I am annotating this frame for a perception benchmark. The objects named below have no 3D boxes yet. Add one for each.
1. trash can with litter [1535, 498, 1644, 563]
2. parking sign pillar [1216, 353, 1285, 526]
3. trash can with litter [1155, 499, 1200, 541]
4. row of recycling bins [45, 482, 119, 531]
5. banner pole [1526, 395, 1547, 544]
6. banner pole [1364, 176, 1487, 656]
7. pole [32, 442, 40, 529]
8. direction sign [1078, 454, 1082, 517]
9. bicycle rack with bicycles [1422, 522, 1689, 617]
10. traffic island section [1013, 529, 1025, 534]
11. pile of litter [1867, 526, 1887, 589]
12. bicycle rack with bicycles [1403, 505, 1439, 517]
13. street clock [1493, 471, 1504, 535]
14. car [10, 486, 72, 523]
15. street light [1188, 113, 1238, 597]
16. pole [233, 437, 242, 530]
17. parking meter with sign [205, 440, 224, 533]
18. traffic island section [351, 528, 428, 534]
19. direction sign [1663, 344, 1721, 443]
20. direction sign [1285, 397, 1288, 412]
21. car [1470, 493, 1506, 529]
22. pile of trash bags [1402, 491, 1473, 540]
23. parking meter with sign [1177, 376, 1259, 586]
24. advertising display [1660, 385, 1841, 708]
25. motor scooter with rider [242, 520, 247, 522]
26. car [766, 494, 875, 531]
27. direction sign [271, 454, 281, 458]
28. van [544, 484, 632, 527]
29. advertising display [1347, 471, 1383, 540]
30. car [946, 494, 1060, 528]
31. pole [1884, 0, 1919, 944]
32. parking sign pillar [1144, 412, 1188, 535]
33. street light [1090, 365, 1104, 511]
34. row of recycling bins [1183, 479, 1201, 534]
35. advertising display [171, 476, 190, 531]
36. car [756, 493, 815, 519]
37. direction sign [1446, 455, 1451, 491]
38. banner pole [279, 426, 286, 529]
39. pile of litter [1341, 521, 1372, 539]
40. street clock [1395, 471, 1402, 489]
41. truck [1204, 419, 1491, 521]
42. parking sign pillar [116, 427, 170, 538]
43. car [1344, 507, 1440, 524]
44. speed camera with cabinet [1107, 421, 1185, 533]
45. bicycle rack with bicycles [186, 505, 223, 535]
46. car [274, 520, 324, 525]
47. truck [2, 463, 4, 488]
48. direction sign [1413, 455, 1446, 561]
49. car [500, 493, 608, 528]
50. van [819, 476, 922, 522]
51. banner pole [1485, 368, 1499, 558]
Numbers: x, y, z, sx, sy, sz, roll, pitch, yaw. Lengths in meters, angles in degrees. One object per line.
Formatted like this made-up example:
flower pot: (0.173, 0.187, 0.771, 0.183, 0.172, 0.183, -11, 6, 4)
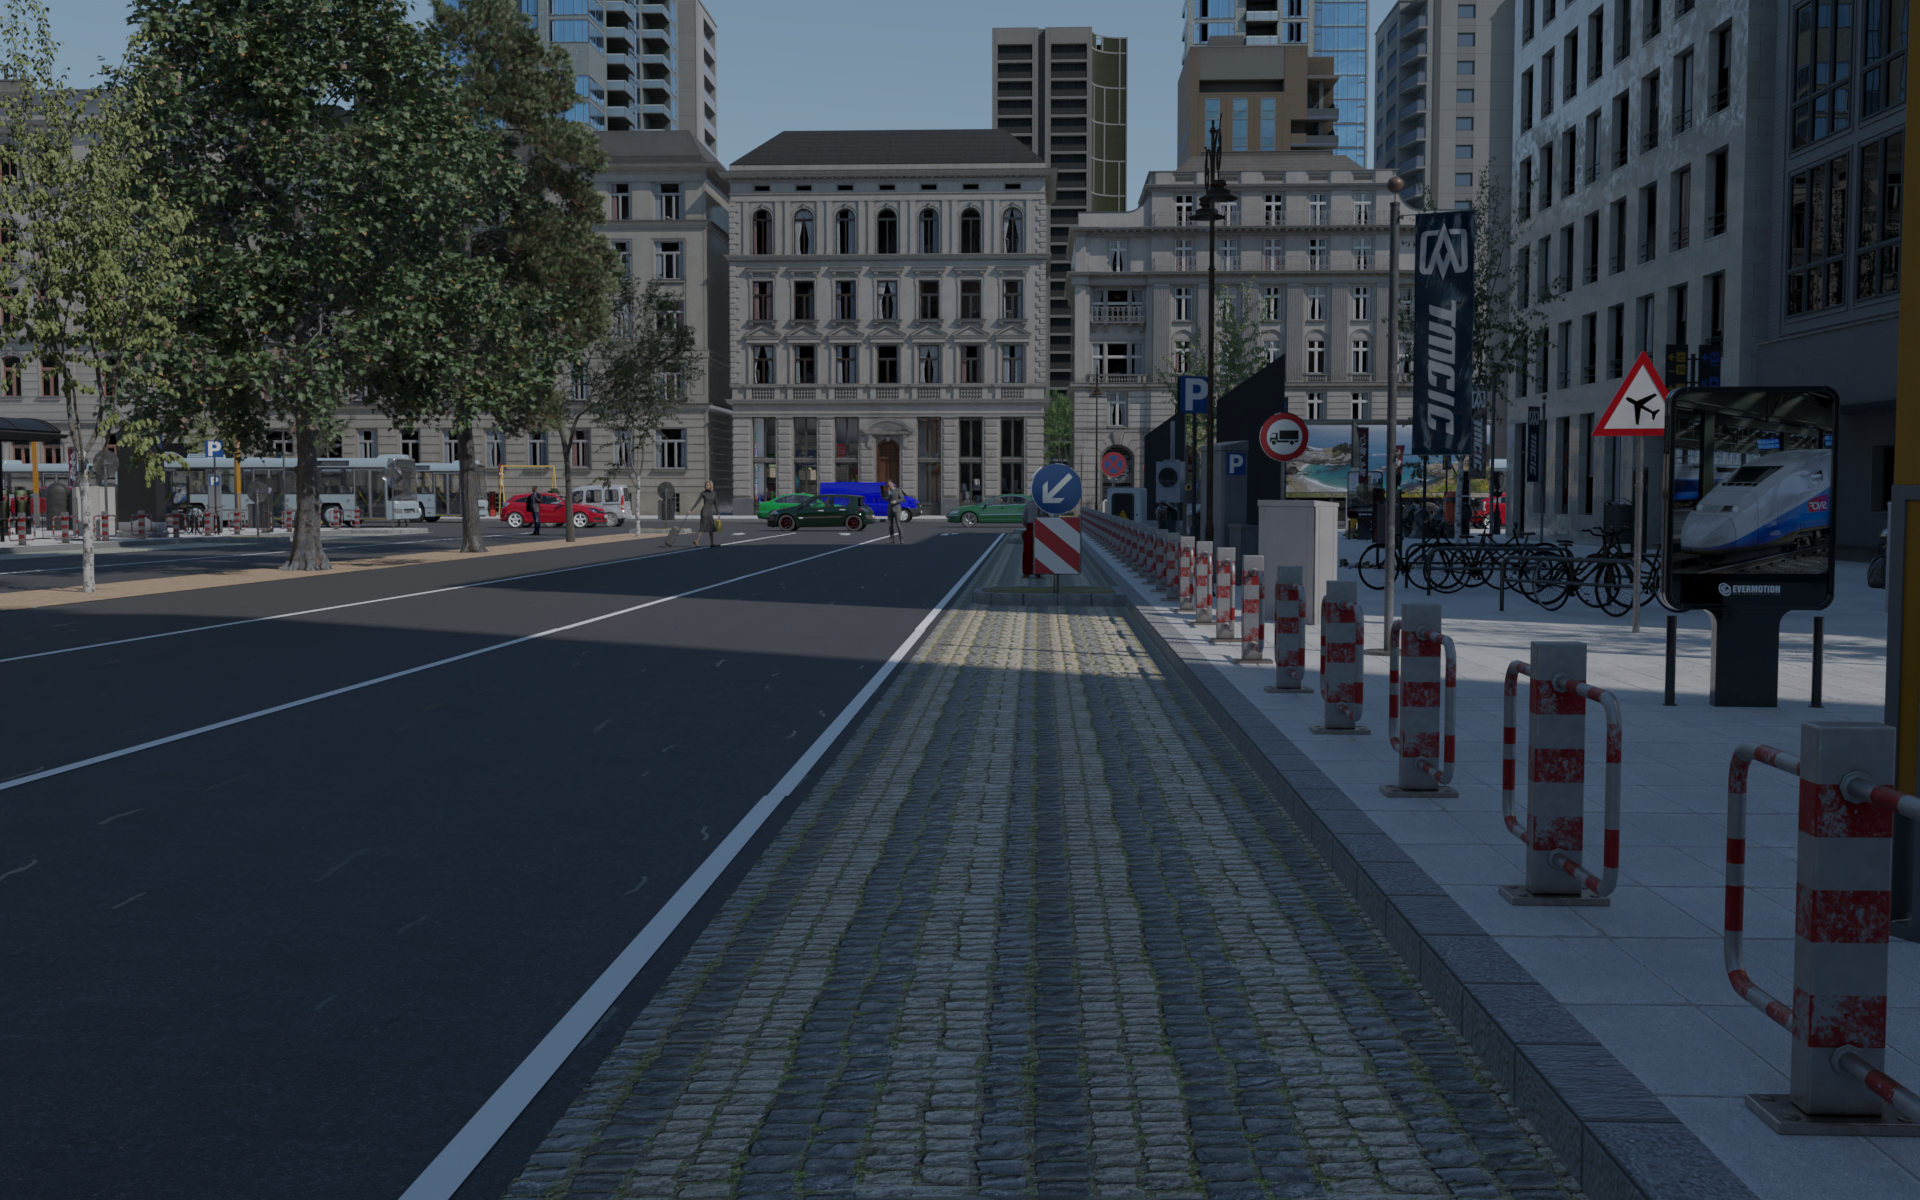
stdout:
trash can with litter: (12.032, -1.330, 32.810, 2.233, 1.210, 1.678, 1, 4, 9)
parking sign pillar: (5.637, -2.760, 33.594, 1.447, 3.967, 1.447, 1, 4, 15)
trash can with litter: (5.446, -1.964, 43.504, 1.055, 1.170, 0.624, 0, 4, 3)
row of recycling bins: (-30.442, -3.306, 61.158, 3.534, 1.692, 1.069, 0, 4, -5)
banner pole: (14.520, -3.276, 43.579, 0.863, 3.779, 0.401, -2, 4, -34)
banner pole: (3.635, -1.446, 13.655, 0.863, 3.779, 0.401, 2, 4, 28)
pole: (-34.365, -4.315, 64.394, 0.158, 3.312, 0.155, 0, 3, 0)
direction sign: (6.893, -6.506, 98.362, 0.379, 3.537, 0.876, 0, 4, 5)
bicycle rack with bicycles: (7.185, -0.337, 18.887, 2.852, 0.926, 2.925, -2, 4, -30)
traffic island section: (2.936, -2.463, 62.547, 2.009, 0.180, 2.903, 0, 4, 3)
pile of litter: (13.093, -0.598, 23.738, 1.719, 0.858, 1.176, -2, 4, -35)
bicycle rack with bicycles: (15.156, -2.741, 58.204, 2.852, 0.926, 2.925, 0, 4, 0)
street clock: (16.991, -3.070, 54.769, 0.358, 2.002, 0.471, 3, 5, 39)
car: (-44.252, -4.611, 84.059, 5.304, 1.827, 2.281, 0, 4, 2)
street light: (3.125, -2.983, 21.568, 0.468, 5.910, 1.993, 0, 4, 3)
pole: (-25.214, -4.073, 60.443, 0.158, 3.312, 0.155, 0, 3, 0)
parking meter with sign: (-24.560, -3.722, 57.114, 0.543, 3.016, 1.738, -2, 4, -23)
traffic island section: (-20.831, -2.528, 63.613, 2.009, 0.180, 2.903, 0, 4, 3)
direction sign: (11.097, -2.098, 26.306, 0.876, 3.537, 0.379, 0, 4, -7)
direction sign: (7.519, -2.989, 40.870, 0.379, 3.537, 0.876, -1, 4, -15)
car: (22.369, -3.658, 68.844, 4.494, 1.783, 2.155, 0, 4, 2)
pile of trash bags: (13.852, -2.465, 50.050, 1.912, 1.369, 3.447, 0, 4, 2)
parking meter with sign: (3.781, -1.753, 24.923, 0.543, 3.016, 1.738, -1, 4, -22)
advertising display: (4.737, -0.318, 10.417, 0.974, 1.923, 0.123, 0, 4, 6)
motor scooter with rider: (-37.573, -4.915, 89.331, 1.986, 1.779, 0.876, 0, 4, 4)
car: (-5.392, -3.511, 67.185, 4.222, 1.686, 2.009, 0, 4, 4)
direction sign: (-38.382, -6.431, 97.148, 0.876, 3.537, 0.379, 1, 4, 23)
van: (-16.529, -4.217, 75.957, 4.112, 2.044, 2.013, 0, 4, 1)
advertising display: (11.345, -2.650, 48.534, 0.974, 1.923, 0.123, 1, 4, 19)
car: (1.848, -3.858, 74.871, 4.920, 1.459, 2.131, 0, 4, 1)
pole: (2.785, -0.678, 4.924, 0.158, 3.312, 0.155, 0, 3, 0)
parking sign pillar: (6.437, -4.018, 54.161, 1.447, 3.967, 1.447, 1, 4, 23)
street light: (4.891, -5.455, 61.982, 0.468, 5.910, 1.993, 0, 4, 3)
row of recycling bins: (6.880, -2.485, 47.745, 1.069, 1.692, 3.534, 0, 4, -3)
advertising display: (-27.252, -3.388, 60.601, 0.974, 1.923, 0.123, 3, 4, 37)
car: (-7.375, -4.542, 83.061, 4.718, 1.807, 1.959, 0, 4, 2)
direction sign: (15.695, -3.906, 55.861, 0.379, 3.537, 0.876, 0, 4, -1)
banner pole: (-24.856, -4.504, 63.661, 0.401, 3.779, 0.863, -1, 4, -19)
pile of litter: (11.496, -2.193, 49.824, 1.719, 0.858, 1.176, -3, 5, -40)
street clock: (13.405, -2.993, 53.505, 0.358, 2.002, 0.471, -1, 4, -19)
truck: (14.234, -4.716, 66.023, 11.283, 4.237, 2.839, 0, 4, 1)
parking sign pillar: (-24.197, -3.834, 51.156, 1.447, 3.967, 1.447, 1, 4, 12)
car: (17.921, -3.748, 71.070, 4.222, 1.686, 2.009, 0, 4, 1)
speed camera with cabinet: (5.046, -3.222, 47.022, 2.038, 3.252, 0.660, 1, 4, 21)
bicycle rack with bicycles: (-24.506, -2.519, 54.572, 2.852, 0.926, 2.925, -1, 4, -22)
car: (-30.911, -4.369, 81.027, 3.694, 1.707, 1.945, 0, 4, 2)
truck: (-53.861, -5.580, 80.993, 18.799, 4.110, 2.967, 0, 4, 1)
direction sign: (8.904, -2.518, 33.168, 0.379, 3.537, 0.876, 2, 4, 34)
car: (-17.200, -3.940, 73.456, 4.494, 1.783, 2.155, 0, 4, 2)
van: (-4.570, -5.132, 88.293, 5.245, 2.365, 2.240, 0, 4, 3)
banner pole: (10.527, -2.740, 34.820, 0.401, 3.779, 0.863, -2, 4, -30)
